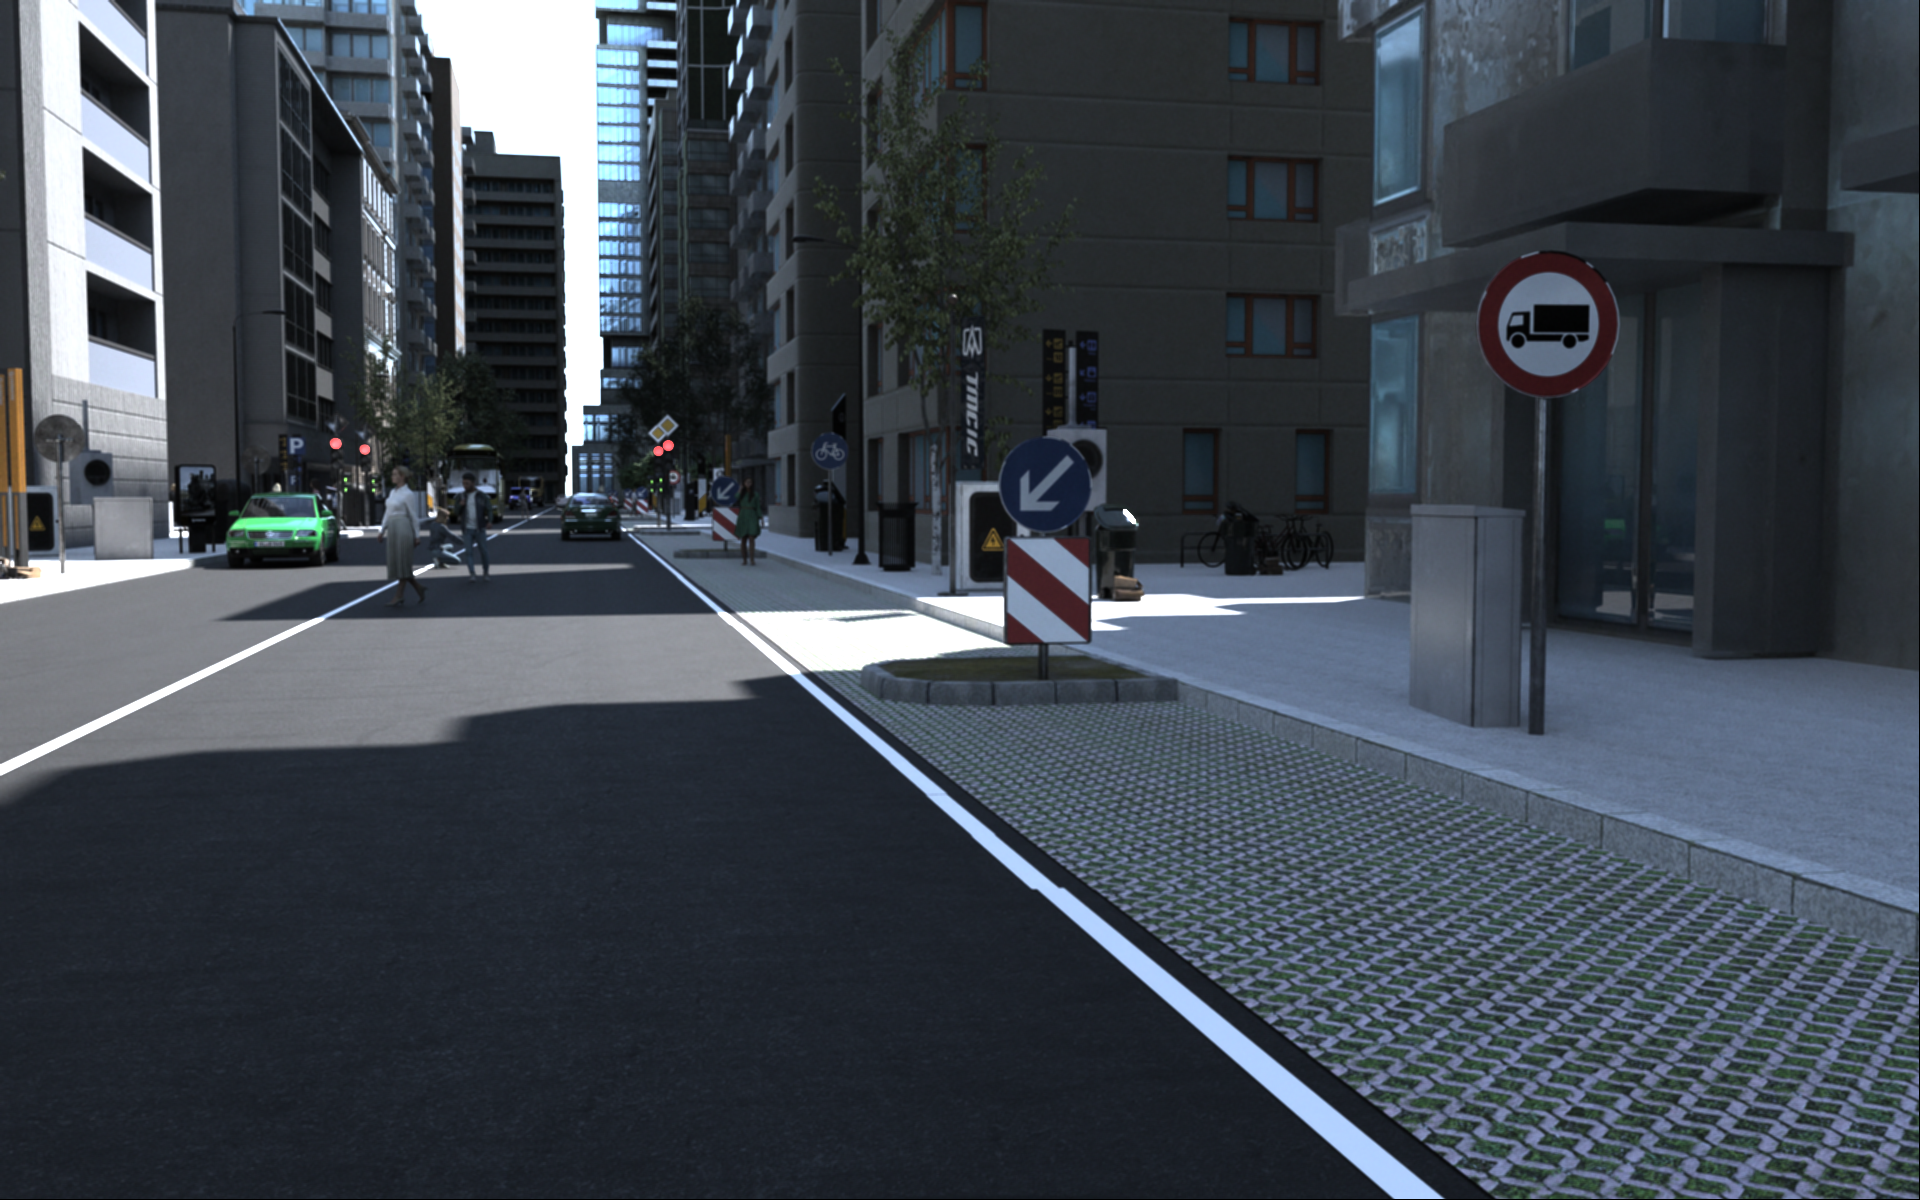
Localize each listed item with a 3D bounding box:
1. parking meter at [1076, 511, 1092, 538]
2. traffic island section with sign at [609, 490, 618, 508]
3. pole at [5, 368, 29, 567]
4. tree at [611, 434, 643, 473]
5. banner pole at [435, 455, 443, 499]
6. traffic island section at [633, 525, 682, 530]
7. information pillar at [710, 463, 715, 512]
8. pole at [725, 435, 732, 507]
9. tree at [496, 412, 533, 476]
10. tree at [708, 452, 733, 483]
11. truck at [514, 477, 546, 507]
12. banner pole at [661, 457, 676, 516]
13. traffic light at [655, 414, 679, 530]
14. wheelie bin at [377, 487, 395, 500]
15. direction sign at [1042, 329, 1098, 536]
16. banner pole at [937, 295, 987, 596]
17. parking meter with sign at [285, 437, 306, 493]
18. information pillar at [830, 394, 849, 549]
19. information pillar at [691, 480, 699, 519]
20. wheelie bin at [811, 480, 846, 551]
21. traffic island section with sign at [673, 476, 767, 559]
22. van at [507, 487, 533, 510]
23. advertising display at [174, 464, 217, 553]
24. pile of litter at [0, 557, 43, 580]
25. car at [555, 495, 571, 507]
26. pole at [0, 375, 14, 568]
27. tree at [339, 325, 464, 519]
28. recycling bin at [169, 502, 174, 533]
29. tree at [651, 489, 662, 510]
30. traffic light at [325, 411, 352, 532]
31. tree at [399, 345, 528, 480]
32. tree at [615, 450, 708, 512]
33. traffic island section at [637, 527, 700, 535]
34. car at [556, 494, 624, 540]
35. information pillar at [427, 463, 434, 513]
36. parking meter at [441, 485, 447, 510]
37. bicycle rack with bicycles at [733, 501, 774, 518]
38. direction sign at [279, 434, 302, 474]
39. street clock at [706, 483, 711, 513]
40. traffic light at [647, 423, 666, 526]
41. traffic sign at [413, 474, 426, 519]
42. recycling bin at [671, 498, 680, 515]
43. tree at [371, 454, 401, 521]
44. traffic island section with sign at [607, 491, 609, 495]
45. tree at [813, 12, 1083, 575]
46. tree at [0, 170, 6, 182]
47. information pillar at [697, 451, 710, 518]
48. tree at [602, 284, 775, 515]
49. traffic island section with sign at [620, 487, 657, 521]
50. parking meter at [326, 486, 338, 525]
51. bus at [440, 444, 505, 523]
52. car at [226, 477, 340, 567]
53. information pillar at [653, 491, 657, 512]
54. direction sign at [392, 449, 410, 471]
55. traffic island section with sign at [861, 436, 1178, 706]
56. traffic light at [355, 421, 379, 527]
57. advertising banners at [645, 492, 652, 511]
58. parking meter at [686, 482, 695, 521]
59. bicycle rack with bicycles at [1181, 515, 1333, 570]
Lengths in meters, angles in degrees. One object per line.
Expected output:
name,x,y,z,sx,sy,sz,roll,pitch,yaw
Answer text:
parking meter,2.110,-1.453,29.465,0.255,1.863,0.399,0,4,4
traffic island section with sign,-23.036,-6.791,119.657,1.989,1.847,2.006,-1,4,-12
pole,-15.324,-2.100,28.182,0.158,3.312,0.155,0,3,0
tree,-40.081,-15.807,208.800,4.360,8.622,3.978,0,3,0
banner pole,-33.166,-7.357,110.302,0.401,3.779,0.863,1,4,23
traffic island section,-11.956,-2.852,68.910,2.009,0.180,2.903,-1,4,-12
information pillar,-17.974,-8.191,125.274,0.504,3.616,0.183,-3,4,-36
pole,-7.953,-4.013,59.462,0.158,3.312,0.155,0,3,0
tree,-56.914,-17.712,215.353,9.928,11.665,9.643,0,3,0
tree,-18.455,-8.816,127.856,4.285,4.588,4.351,0,3,0
truck,-48.046,-12.125,194.160,3.469,3.379,9.791,-1,4,-12
banner pole,-17.059,-6.828,101.658,0.863,3.779,0.401,0,4,7
traffic light,-10.294,-4.408,60.985,0.839,4.253,0.868,-1,4,-12
wheelie bin,-26.323,-4.395,79.765,0.980,1.594,0.693,-1,4,-14
direction sign,1.532,-1.960,24.045,0.876,3.537,0.379,-2,4,-27
banner pole,0.054,-1.936,21.667,0.401,3.779,0.863,-3,5,-39
parking meter with sign,-20.637,-3.513,53.699,0.543,3.016,1.738,-2,4,-26
information pillar,-2.827,-2.997,40.348,0.183,3.616,0.504,3,4,36
information pillar,-13.400,-5.083,87.606,0.304,2.012,0.304,-2,4,-25
wheelie bin,-2.962,-1.896,38.916,0.693,1.594,0.980,-1,4,-19
traffic island section with sign,-5.454,-1.864,39.099,1.989,1.847,2.006,-1,4,-12
van,-39.771,-9.320,156.773,2.240,2.365,5.245,-1,4,-12
advertising display,-16.664,-1.993,37.793,0.123,1.923,0.974,2,4,27
pile of litter,-14.700,-0.767,26.506,1.176,0.858,1.719,-2,4,-32
car,-40.336,-10.060,176.848,2.083,1.381,4.827,-1,4,-14
pole,-16.406,-2.189,29.632,0.158,3.312,0.155,0,3,0
tree,-25.201,-7.690,76.095,4.737,8.622,4.395,0,3,0
recycling bin,-26.320,-2.707,56.806,0.722,1.027,0.722,0,4,3
tree,-24.108,-8.805,138.560,1.663,3.219,1.824,0,3,0
traffic light,-21.050,-4.264,58.630,0.839,4.253,0.868,-1,4,-12
tree,-38.273,-13.247,133.598,9.611,12.733,9.660,0,3,0
tree,-20.266,-8.136,116.734,4.285,4.588,4.351,0,3,0
traffic island section,-10.253,-2.375,61.108,2.009,0.180,2.903,-1,4,-12
car,-11.748,-2.648,55.086,2.131,1.459,4.920,-1,4,-12
information pillar,-36.437,-7.823,119.267,0.504,3.616,0.183,-2,4,-27
parking meter,-32.359,-6.294,108.621,0.255,1.863,0.399,1,4,14
bicycle rack with bicycles,-10.865,-4.530,87.450,2.925,0.926,2.852,3,4,36
direction sign,-25.393,-4.511,65.757,0.876,3.537,0.379,0,4,3
street clock,-17.039,-6.884,117.130,0.358,2.002,0.471,3,5,45
traffic light,-11.997,-4.885,68.787,0.839,4.253,0.868,-1,4,-12
traffic sign,-28.073,-5.374,89.996,0.606,2.300,0.079,-1,4,-12
recycling bin,-17.900,-5.826,107.806,0.722,1.027,0.722,2,4,28
tree,-27.287,-5.375,82.486,1.663,3.219,1.824,0,3,0
traffic island section with sign,-33.668,-9.768,168.331,1.989,1.847,2.006,-1,4,-12
tree,-0.320,-4.684,26.943,4.737,8.622,4.395,0,3,0
tree,-13.153,-4.266,20.118,4.360,8.622,3.978,0,3,0
information pillar,-13.977,-6.262,93.745,0.504,3.616,0.183,1,4,18
tree,-11.183,-8.761,77.649,7.601,10.594,8.767,0,4,1
traffic island section with sign,-17.200,-5.157,92.947,1.989,1.847,2.006,-1,4,-12
parking meter,-20.925,-3.016,57.717,0.372,1.533,0.369,0,3,0
bus,-24.791,-5.950,88.837,2.896,3.916,12.252,-1,4,-13
car,-13.810,-1.630,35.443,1.959,1.807,4.718,-1,4,-14
information pillar,-21.355,-7.960,121.498,0.183,3.616,0.504,3,4,37
direction sign,-28.028,-5.801,86.851,0.876,3.537,0.379,0,4,1
traffic island section with sign,0.324,-0.244,12.617,1.989,1.847,2.006,-1,4,-12
traffic light,-22.753,-4.741,66.432,0.839,4.253,0.868,-1,4,-12
advertising banners,-24.112,-8.481,134.849,0.090,3.025,2.074,-2,4,-34
parking meter,-12.965,-4.743,83.264,0.399,1.863,0.255,-2,4,-23
bicycle rack with bicycles,5.296,-1.013,29.946,2.925,0.926,2.852,-2,4,-29
